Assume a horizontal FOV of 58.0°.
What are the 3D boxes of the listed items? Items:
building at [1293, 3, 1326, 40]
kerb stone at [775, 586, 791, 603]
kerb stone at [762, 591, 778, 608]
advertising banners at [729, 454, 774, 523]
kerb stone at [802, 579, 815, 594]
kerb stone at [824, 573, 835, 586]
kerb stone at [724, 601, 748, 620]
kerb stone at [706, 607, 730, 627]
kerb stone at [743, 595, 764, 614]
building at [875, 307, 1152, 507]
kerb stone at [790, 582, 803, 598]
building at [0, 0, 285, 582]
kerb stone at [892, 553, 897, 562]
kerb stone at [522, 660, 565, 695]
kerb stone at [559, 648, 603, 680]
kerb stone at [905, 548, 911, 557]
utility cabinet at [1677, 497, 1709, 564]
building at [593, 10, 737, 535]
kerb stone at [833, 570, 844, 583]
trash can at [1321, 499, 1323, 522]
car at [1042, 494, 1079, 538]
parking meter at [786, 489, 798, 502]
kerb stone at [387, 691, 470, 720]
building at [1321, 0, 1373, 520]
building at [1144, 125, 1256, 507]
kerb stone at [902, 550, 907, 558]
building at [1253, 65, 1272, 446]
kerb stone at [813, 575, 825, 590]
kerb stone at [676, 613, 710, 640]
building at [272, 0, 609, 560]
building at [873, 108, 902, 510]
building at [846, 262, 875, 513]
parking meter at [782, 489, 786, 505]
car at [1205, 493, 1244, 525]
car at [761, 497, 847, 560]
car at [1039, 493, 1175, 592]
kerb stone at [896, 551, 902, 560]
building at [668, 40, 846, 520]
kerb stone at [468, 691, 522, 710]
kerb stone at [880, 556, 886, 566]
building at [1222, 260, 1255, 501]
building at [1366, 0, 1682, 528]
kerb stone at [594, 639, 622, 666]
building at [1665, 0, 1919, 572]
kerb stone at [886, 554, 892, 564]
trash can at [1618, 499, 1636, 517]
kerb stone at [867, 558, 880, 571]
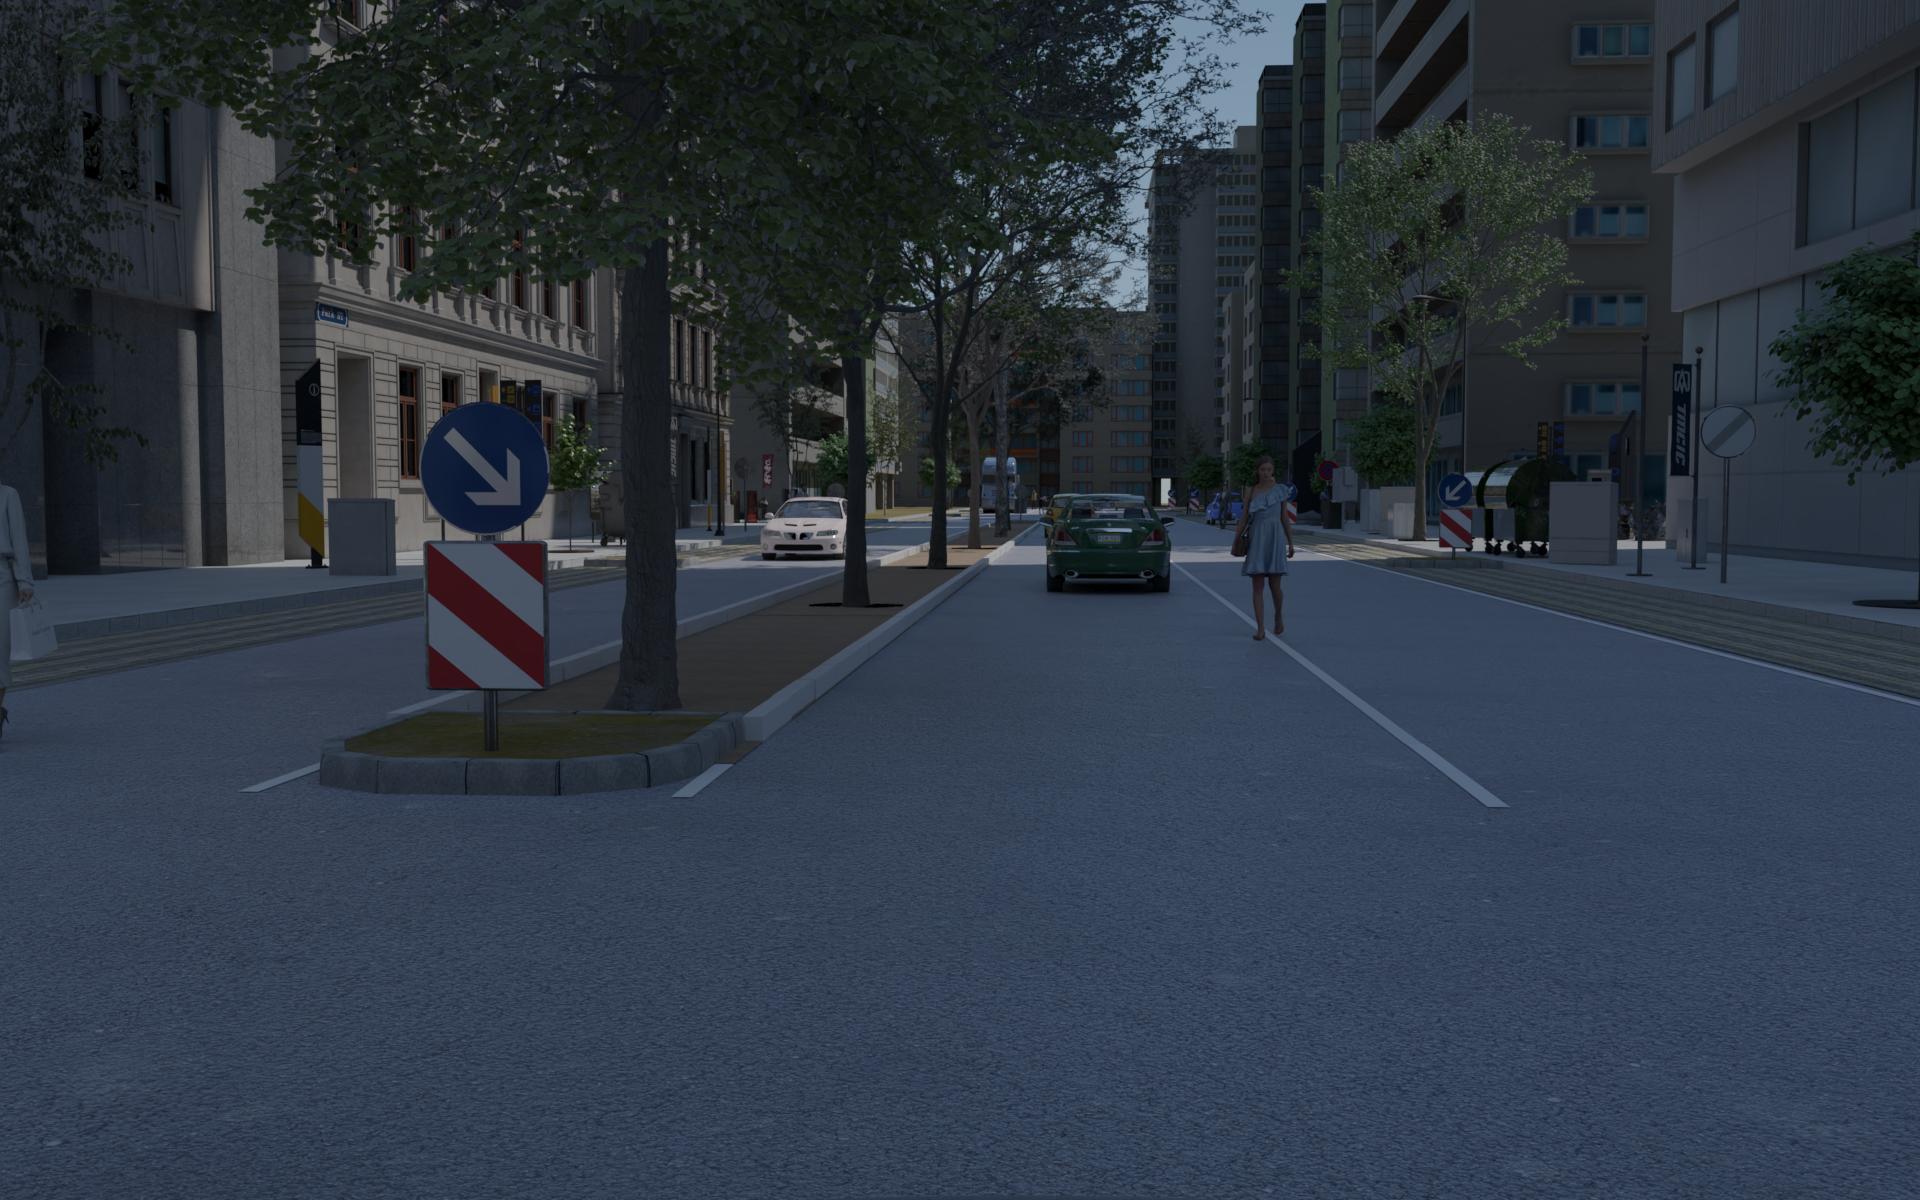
[{"bbox_3d":[27.021,-20.429,105.717,14.160,30.474,14.107,0,4,4],"label":"building"},{"bbox_3d":[-2.411,-0.044,22.921,0.120,0.150,1.000,0,4,4],"label":"kerb stone"},{"bbox_3d":[-2.478,0.018,21.900,0.120,0.150,1.000,0,4,4],"label":"kerb stone"},{"bbox_3d":[-9.198,-4.898,76.266,2.074,3.025,0.090,0,4,2],"label":"advertising banners"},{"bbox_3d":[-2.261,-0.169,24.960,0.120,0.150,1.000,0,4,4],"label":"kerb stone"},{"bbox_3d":[-2.125,-0.294,27.000,0.120,0.150,1.000,0,4,4],"label":"kerb stone"},{"bbox_3d":[-2.621,0.143,19.857,0.120,0.150,1.000,0,4,4],"label":"kerb stone"},{"bbox_3d":[-2.696,0.210,18.838,0.120,0.150,1.000,0,4,4],"label":"kerb stone"},{"bbox_3d":[-2.550,0.081,20.878,0.120,0.150,1.000,0,4,4],"label":"kerb stone"},{"bbox_3d":[5.390,-20.784,184.853,28.899,21.520,27.650,0,4,4],"label":"building"},{"bbox_3d":[-2.341,-0.107,23.941,0.120,0.150,1.000,0,4,4],"label":"kerb stone"},{"bbox_3d":[-19.496,-12.514,22.627,12.078,24.808,19.932,0,4,4],"label":"building"},{"bbox_3d":[-1.483,-0.856,36.196,0.120,0.150,1.000,0,4,4],"label":"kerb stone"},{"bbox_3d":[-3.123,0.581,12.698,0.120,0.150,1.000,0,4,4],"label":"kerb stone"},{"bbox_3d":[-3.043,0.522,13.727,0.120,0.150,1.000,0,4,4],"label":"kerb stone"},{"bbox_3d":[-1.266,-1.043,39.256,0.120,0.150,1.000,0,4,4],"label":"kerb stone"},{"bbox_3d":[13.702,-1.301,32.430,0.306,1.237,1.020,1,4,8],"label":"utility cabinet"},{"bbox_3d":[-14.823,-12.158,63.406,10.561,19.102,19.286,0,4,4],"label":"building"},{"bbox_3d":[-2.049,-0.351,28.023,0.120,0.150,1.000,0,4,4],"label":"kerb stone"},{"bbox_3d":[16.427,-4.081,78.370,0.748,1.137,0.748,0,3,0],"label":"trash can"},{"bbox_3d":[3.706,-2.901,57.663,2.015,1.641,3.980,0,4,5],"label":"car"},{"bbox_3d":[-7.569,-4.323,79.098,0.372,1.533,0.369,0,3,0],"label":"parking meter"},{"bbox_3d":[-3.261,0.707,10.641,0.120,0.150,1.000,0,4,4],"label":"kerb stone"},{"bbox_3d":[26.114,-24.932,91.226,14.154,41.232,14.086,0,4,4],"label":"building"},{"bbox_3d":[32.043,-30.166,185.096,23.993,40.220,32.217,0,4,4],"label":"building"},{"bbox_3d":[-1.341,-0.978,38.235,0.120,0.150,1.000,0,4,4],"label":"kerb stone"},{"bbox_3d":[27.265,-21.299,119.944,14.160,30.474,14.107,0,4,4],"label":"building"},{"bbox_3d":[-2.193,-0.231,25.980,0.120,0.150,1.000,0,4,4],"label":"kerb stone"},{"bbox_3d":[-2.763,0.268,17.817,0.120,0.150,1.000,0,4,4],"label":"kerb stone"},{"bbox_3d":[-16.798,-12.664,43.208,11.583,22.565,21.152,0,4,4],"label":"building"},{"bbox_3d":[-17.303,-27.613,143.350,23.993,40.220,32.217,0,4,4],"label":"building"},{"bbox_3d":[-13.433,-26.343,114.302,14.154,41.232,14.086,0,4,4],"label":"building"},{"bbox_3d":[-8.210,-4.483,81.701,0.372,1.533,0.369,0,3,0],"label":"parking meter"},{"bbox_3d":[12.449,-4.364,80.936,1.945,1.707,3.694,0,4,3],"label":"car"},{"bbox_3d":[-3.295,-1.647,39.293,2.083,1.381,4.827,0,4,4],"label":"car"},{"bbox_3d":[2.274,-0.915,26.754,2.131,1.459,4.920,0,4,4],"label":"car"},{"bbox_3d":[-1.411,-0.919,37.215,0.120,0.150,1.000,0,4,4],"label":"kerb stone"},{"bbox_3d":[-18.388,-28.894,96.116,21.300,48.544,21.600,0,4,4],"label":"building"},{"bbox_3d":[-3.190,0.644,11.672,0.120,0.150,1.000,0,4,4],"label":"kerb stone"},{"bbox_3d":[-1.627,-0.728,34.151,0.120,0.150,1.000,0,4,4],"label":"kerb stone"},{"bbox_3d":[36.464,-18.107,141.094,27.650,21.520,28.899,0,4,4],"label":"building"},{"bbox_3d":[28.836,-27.184,68.168,21.300,48.544,21.600,0,4,4],"label":"building"},{"bbox_3d":[-2.977,0.455,14.753,0.120,0.150,1.000,0,4,4],"label":"kerb stone"},{"bbox_3d":[27.861,-26.621,24.486,27.495,52.752,28.713,0,4,4],"label":"building"},{"bbox_3d":[-1.556,-0.793,35.170,0.120,0.150,1.000,0,4,4],"label":"kerb stone"},{"bbox_3d":[19.384,-2.388,50.701,0.748,1.137,0.748,0,3,0],"label":"trash can"},{"bbox_3d":[-1.698,-0.665,33.131,0.120,0.150,1.000,0,4,4],"label":"kerb stone"}]
